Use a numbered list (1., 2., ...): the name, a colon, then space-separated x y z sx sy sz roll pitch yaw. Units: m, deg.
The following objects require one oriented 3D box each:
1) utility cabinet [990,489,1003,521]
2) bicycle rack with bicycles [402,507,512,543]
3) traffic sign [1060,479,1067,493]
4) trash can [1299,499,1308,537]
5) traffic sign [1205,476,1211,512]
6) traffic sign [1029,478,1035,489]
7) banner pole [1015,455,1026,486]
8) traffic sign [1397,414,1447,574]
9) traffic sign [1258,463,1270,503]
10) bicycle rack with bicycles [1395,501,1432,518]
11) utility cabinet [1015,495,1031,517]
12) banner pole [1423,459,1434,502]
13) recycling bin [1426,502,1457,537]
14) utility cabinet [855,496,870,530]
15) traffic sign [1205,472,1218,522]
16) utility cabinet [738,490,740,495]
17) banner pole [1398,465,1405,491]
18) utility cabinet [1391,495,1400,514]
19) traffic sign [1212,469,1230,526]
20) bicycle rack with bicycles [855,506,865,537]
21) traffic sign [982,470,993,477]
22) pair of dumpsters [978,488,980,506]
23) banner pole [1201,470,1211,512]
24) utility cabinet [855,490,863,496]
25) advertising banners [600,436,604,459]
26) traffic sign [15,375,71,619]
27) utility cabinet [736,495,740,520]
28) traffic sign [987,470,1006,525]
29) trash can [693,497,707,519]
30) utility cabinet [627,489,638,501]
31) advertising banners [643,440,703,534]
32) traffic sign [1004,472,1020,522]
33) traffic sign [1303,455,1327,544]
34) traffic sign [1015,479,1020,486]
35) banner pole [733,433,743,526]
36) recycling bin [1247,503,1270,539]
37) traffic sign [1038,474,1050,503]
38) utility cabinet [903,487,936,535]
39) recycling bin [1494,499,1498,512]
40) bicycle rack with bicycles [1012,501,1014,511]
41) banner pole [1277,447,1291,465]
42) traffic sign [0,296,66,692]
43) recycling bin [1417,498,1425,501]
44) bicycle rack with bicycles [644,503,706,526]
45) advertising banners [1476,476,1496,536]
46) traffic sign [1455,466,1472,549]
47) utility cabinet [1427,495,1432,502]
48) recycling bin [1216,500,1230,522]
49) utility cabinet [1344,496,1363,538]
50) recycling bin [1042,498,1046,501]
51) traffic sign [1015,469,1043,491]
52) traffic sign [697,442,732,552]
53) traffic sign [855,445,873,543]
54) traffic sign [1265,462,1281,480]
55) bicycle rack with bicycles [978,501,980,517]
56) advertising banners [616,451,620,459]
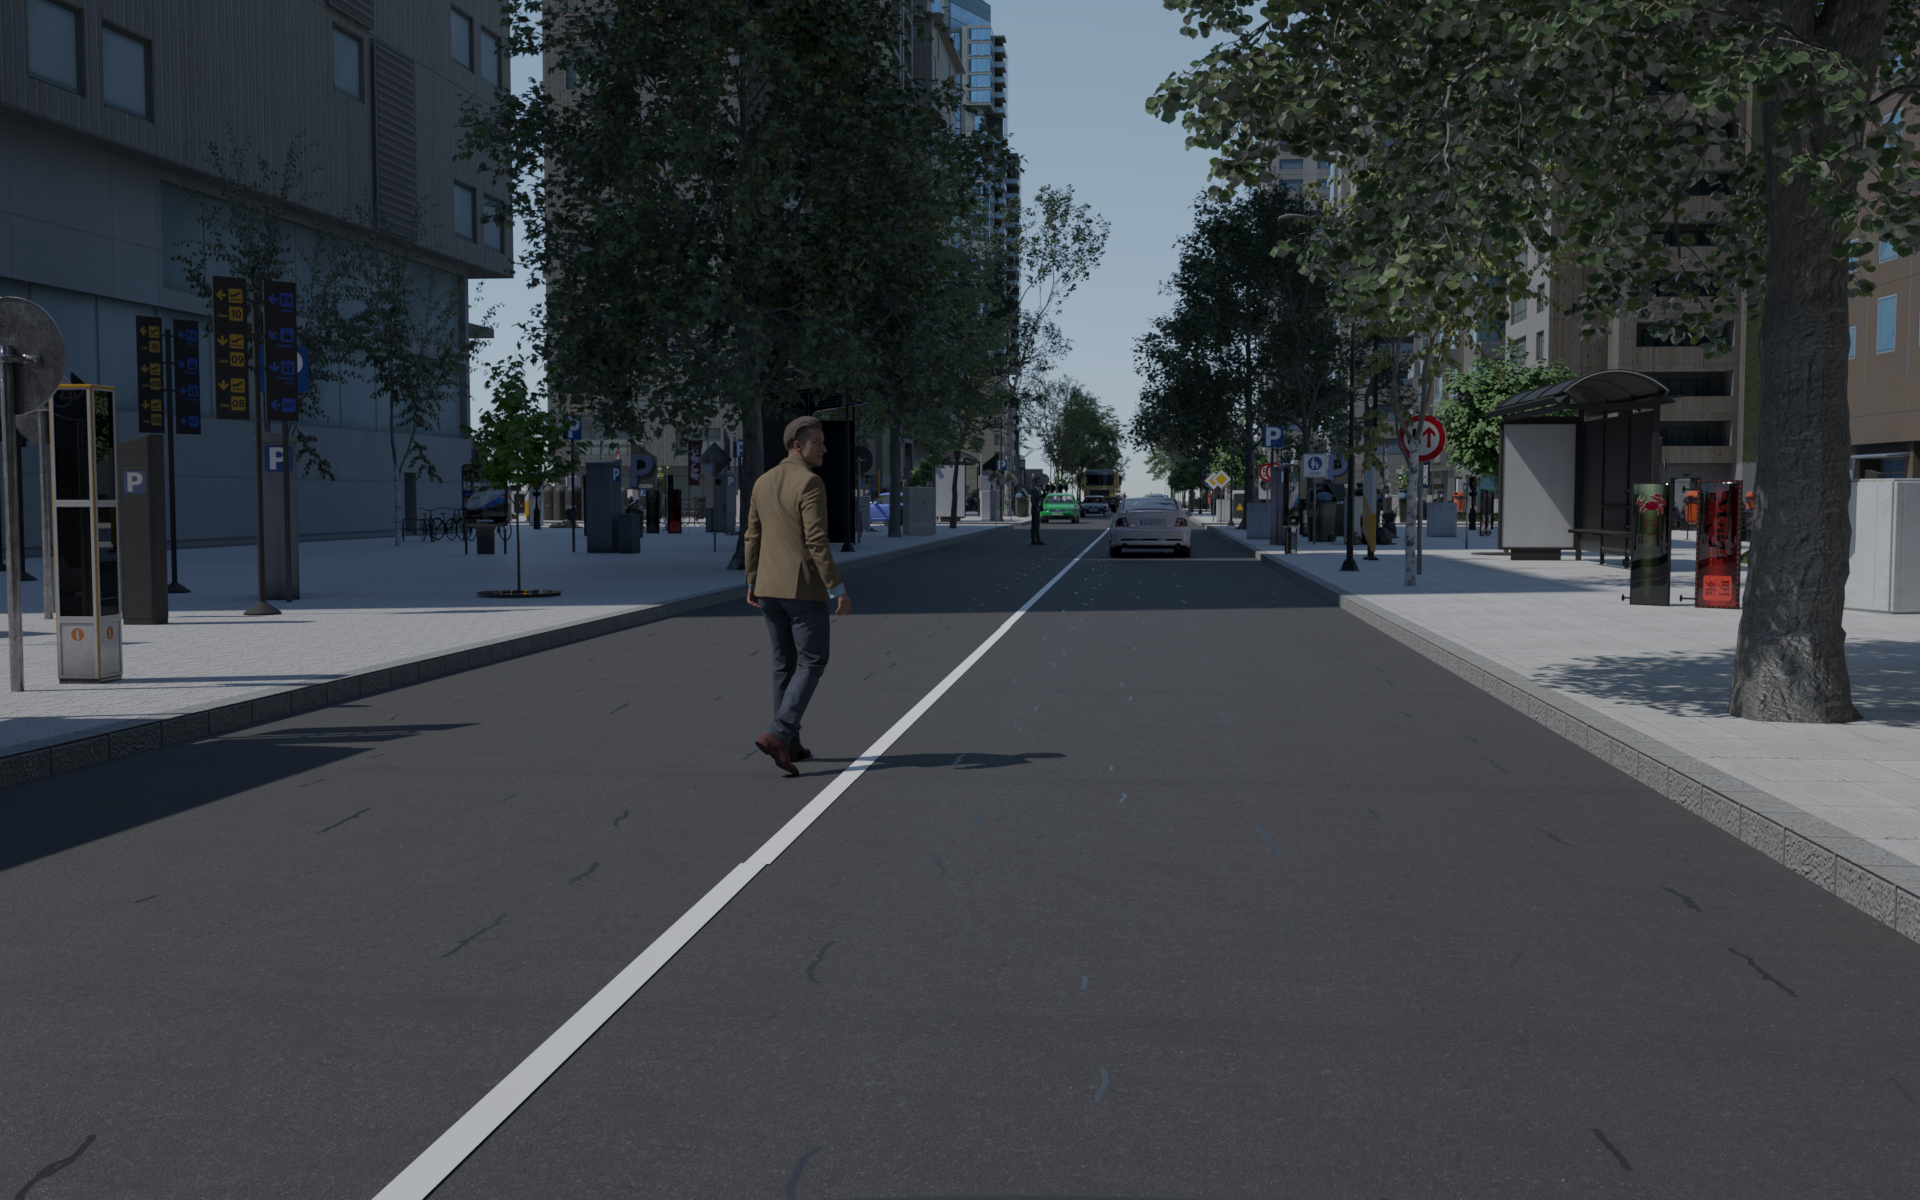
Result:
1. utility cabinet: 1.764 -4.560 83.243 0.318 1.500 1.173 1 4 18
2. bicycle rack with bicycles: -13.932 -2.075 47.309 2.852 0.926 2.925 -3 5 -41
3. traffic sign: 8.550 -8.852 144.834 0.768 2.556 0.104 1 4 14
4. trash can: 10.471 -2.459 51.858 0.748 1.137 0.748 0 3 0
5. traffic sign: 17.424 -7.372 120.637 0.768 2.556 0.104 1 4 12
6. traffic sign: 4.648 -6.570 109.549 0.606 2.300 0.079 0 4 8
7. banner pole: 3.869 -7.349 110.180 0.863 3.779 0.401 -3 4 -38
8. traffic sign: 7.335 -1.681 27.592 0.768 2.556 0.104 1 4 11
9. traffic sign: 12.540 -4.314 70.632 0.768 2.556 0.104 0 4 7
10. bicycle rack with bicycles: 24.780 -4.915 93.737 2.852 0.926 2.925 -3 5 -44
11. utility cabinet: 3.659 -5.338 98.444 1.020 1.237 0.306 1 4 21
12. banner pole: 24.129 -6.066 89.199 0.863 3.779 0.401 2 4 29
13. recycling bin: 14.462 -2.411 51.980 0.722 1.027 0.722 0 4 -3
14. utility cabinet: -3.719 -3.096 61.786 1.020 1.237 0.306 0 4 5
15. traffic sign: 11.488 -4.578 78.487 0.795 2.450 0.064 0 4 6
16. utility cabinet: -11.373 -5.089 91.877 0.318 1.500 1.173 -2 4 -32
17. banner pole: 38.400 -9.817 150.529 0.401 3.779 0.863 -2 4 -32
18. utility cabinet: 27.318 -5.896 107.561 1.020 1.237 0.306 0 4 7
19. traffic sign: 10.637 -4.092 70.547 0.795 2.450 0.064 0 4 6
20. bicycle rack with bicycles: -4.163 -2.367 52.082 2.852 0.926 2.925 0 4 -8
21. traffic sign: 1.464 -5.522 90.392 0.768 2.556 0.104 0 4 8
22. pair of dumpsters: 2.101 -7.329 122.320 1.574 2.255 4.437 0 4 6
23. banner pole: 17.665 -8.238 124.700 0.863 3.779 0.401 0 4 2
24. utility cabinet: -5.482 -4.797 87.112 1.173 1.500 0.318 -1 4 -12
25. advertising banners: -10.762 -3.371 51.309 0.090 3.025 2.074 0 4 2
26. traffic sign: -9.344 -1.075 17.681 0.768 2.556 0.104 0 4 8
27. utility cabinet: -10.838 -4.640 87.021 0.306 1.237 1.020 -3 5 -40
28. traffic sign: 1.497 -4.153 71.544 0.795 2.450 0.064 0 4 6
29. trash can: -13.446 -4.768 89.607 0.748 1.137 0.748 0 3 0
30. utility cabinet: -29.153 -8.860 153.544 1.173 1.500 0.318 0 4 1
31. advertising banners: -9.296 -3.670 56.187 2.074 3.025 0.090 1 4 13
32. traffic sign: 2.348 -4.639 79.483 0.795 2.450 0.064 0 4 6
33. traffic sign: 9.013 -2.563 44.027 0.606 2.300 0.079 1 4 12
34. traffic sign: 4.609 -8.499 139.062 0.768 2.556 0.104 1 4 14
35. banner pole: -8.841 -4.856 69.407 0.863 3.779 0.401 2 4 32
36. recycling bin: 8.630 -2.253 49.386 0.722 1.027 0.722 2 4 30
37. traffic sign: 5.174 -6.567 107.475 0.768 2.556 0.104 1 4 13
38. utility cabinet: -1.248 -2.751 53.658 0.318 1.500 1.173 3 5 44
39. recycling bin: 27.562 -4.680 89.079 0.722 1.027 0.722 1 4 12
40. bicycle rack with bicycles: 5.119 -8.475 151.955 2.852 0.926 2.925 2 4 32
41. banner pole: 15.357 -5.662 82.584 0.863 3.779 0.401 2 4 23
42. traffic sign: -6.132 -0.678 11.190 0.768 2.556 0.104 0 4 8
43. recycling bin: 32.956 -6.829 124.202 0.722 1.027 0.722 1 4 21
44. bicycle rack with bicycles: -11.847 -3.409 69.127 2.925 0.926 2.852 3 5 44
45. advertising banners: 15.938 -3.459 52.743 0.090 3.025 2.074 2 4 30
46. traffic sign: 11.777 -2.329 40.206 0.606 2.300 0.079 1 4 12
47. utility cabinet: 26.656 -5.324 98.203 0.306 1.237 1.020 1 4 19
48. recycling bin: 12.165 -4.097 79.546 0.722 1.027 0.722 1 4 13
49. utility cabinet: 10.354 -2.083 45.226 0.306 1.237 1.020 3 4 36
50. recycling bin: 6.426 -7.327 132.344 0.722 1.027 0.722 1 4 11
51. traffic sign: 5.554 -8.914 139.621 2.265 3.308 0.079 0 4 7
52. traffic sign: -5.423 -2.269 38.278 0.795 2.450 0.064 0 4 8
53. traffic sign: -2.635 -2.748 45.034 0.768 2.556 0.104 1 4 10
54. traffic sign: 12.644 -4.249 69.581 0.768 2.556 0.104 1 4 12
55. bicycle rack with bicycles: 0.703 -5.040 95.783 2.852 0.926 2.925 1 4 10
56. advertising banners: -14.132 -4.546 70.512 0.090 3.025 2.074 -2 4 -27
